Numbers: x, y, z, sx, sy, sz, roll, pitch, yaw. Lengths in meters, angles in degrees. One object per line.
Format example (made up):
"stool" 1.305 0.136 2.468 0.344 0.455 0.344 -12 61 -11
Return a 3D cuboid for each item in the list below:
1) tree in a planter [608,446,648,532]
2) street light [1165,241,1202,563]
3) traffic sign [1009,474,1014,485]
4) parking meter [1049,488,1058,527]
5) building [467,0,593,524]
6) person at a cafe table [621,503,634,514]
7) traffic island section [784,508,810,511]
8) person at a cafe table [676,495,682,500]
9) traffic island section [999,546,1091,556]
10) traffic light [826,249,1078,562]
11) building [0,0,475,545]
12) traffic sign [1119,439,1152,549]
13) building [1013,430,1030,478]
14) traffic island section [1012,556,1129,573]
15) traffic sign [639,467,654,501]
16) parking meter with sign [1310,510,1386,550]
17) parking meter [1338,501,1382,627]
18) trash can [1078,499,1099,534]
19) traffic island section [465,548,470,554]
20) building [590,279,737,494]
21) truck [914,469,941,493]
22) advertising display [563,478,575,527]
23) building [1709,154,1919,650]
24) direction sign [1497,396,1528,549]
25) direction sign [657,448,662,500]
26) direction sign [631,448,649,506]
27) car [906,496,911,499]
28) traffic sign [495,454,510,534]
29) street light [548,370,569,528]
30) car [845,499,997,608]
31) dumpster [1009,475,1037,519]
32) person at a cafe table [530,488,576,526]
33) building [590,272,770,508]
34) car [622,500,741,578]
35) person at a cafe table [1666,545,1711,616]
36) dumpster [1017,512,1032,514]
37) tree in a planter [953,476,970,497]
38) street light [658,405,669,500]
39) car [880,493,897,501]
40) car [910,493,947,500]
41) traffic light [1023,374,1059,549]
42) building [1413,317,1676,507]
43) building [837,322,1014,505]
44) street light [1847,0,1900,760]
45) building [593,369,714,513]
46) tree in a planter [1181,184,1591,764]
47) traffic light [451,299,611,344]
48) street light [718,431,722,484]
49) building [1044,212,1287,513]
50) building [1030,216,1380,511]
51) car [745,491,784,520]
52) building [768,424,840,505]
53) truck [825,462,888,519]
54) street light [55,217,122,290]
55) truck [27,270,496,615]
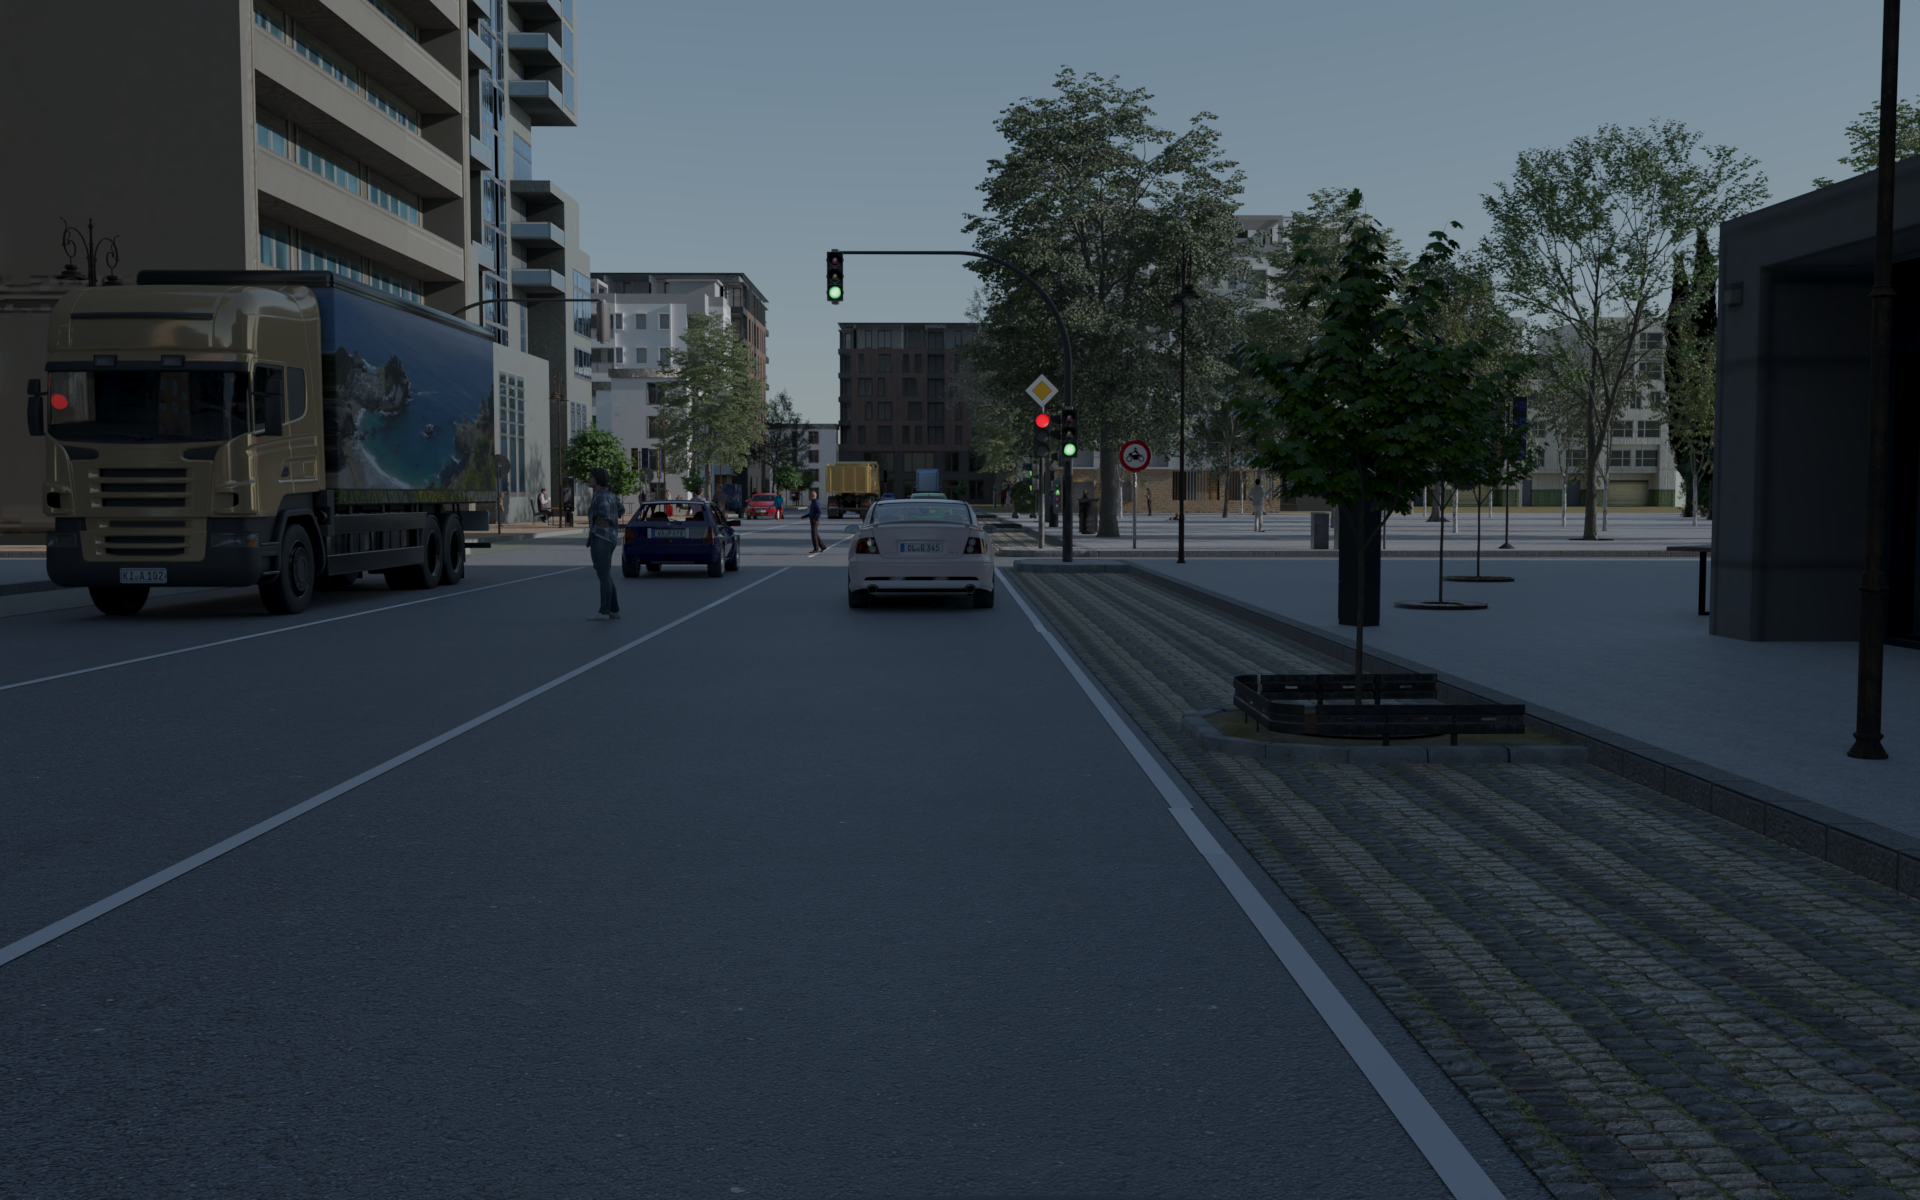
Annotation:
"tree in a planter" -12.679 -4.147 65.022 1.991 3.239 1.994 0 4 -1
"street light" 4.098 -3.616 31.905 0.468 5.910 1.993 0 4 -1
"traffic sign" 3.408 -6.572 107.555 0.768 2.556 0.104 0 4 2
"parking meter" 3.633 -3.596 67.198 0.372 1.533 0.369 0 3 0
"building" -31.097 -47.319 86.344 22.319 86.520 31.000 0 4 -1
"person at a cafe table" -21.882 -6.137 111.205 1.726 1.238 1.698 -1 4 -18
"traffic island section" -13.733 -7.380 143.523 1.991 0.108 1.994 0 4 -1
"person at a cafe table" -18.015 -6.149 111.399 1.698 1.238 1.726 -1 4 -12
"traffic island section" 1.934 -1.124 40.654 2.009 0.180 2.903 0 4 -1
"traffic light" -0.090 -3.530 32.386 4.771 5.953 1.251 0 4 -1
"building" -28.503 -26.210 52.243 21.300 48.544 21.600 0 4 -1
"traffic sign" 4.085 -2.469 40.469 0.768 2.556 0.104 0 4 1
"building" 10.338 -14.216 174.586 9.099 9.664 28.070 0 4 -1
"traffic island section" 2.041 -0.635 32.669 2.009 0.180 2.903 0 4 -1
"traffic sign" -14.989 -5.054 82.740 0.768 2.556 0.104 1 4 9
"parking meter with sign" 9.032 -2.681 40.096 1.738 3.016 0.543 0 4 -3
"parking meter" 3.899 -0.684 16.901 0.255 1.863 0.399 -2 4 -26
"trash can" 4.100 -2.668 55.272 0.748 1.137 0.748 0 3 0
"traffic island section" -12.686 -1.112 40.464 2.009 0.180 2.903 0 4 -1
"building" -27.845 -17.987 150.504 16.016 20.091 11.380 0 4 -1
"truck" -3.318 -11.568 178.902 2.967 4.110 18.799 0 4 -1
"advertising display" -15.326 -3.831 67.852 0.123 1.923 0.974 -2 4 -32
"building" 17.189 -34.573 3.524 20.563 71.187 20.611 0 4 -1
"direction sign" 12.821 -2.968 40.519 0.876 3.537 0.379 3 5 42
"direction sign" -14.899 -5.740 85.839 0.379 3.537 0.876 0 4 3
"direction sign" -15.687 -5.685 84.946 0.876 3.537 0.379 1 4 8
"car" -3.248 -6.966 126.472 1.945 1.354 3.894 0 4 0
"traffic sign" -14.681 -3.365 55.117 0.768 2.556 0.104 0 4 5
"street light" -15.006 -5.635 64.916 0.468 5.910 1.993 0 4 -1
"car" -0.521 -0.661 23.168 2.083 1.381 4.827 0 4 -1
"dumpster" 3.334 -5.371 90.317 1.502 2.255 1.985 0 4 -1
"person at a cafe table" -16.674 -3.803 70.695 1.622 1.524 1.698 -2 4 -24
"building" -36.417 -20.166 173.696 32.646 21.610 27.936 0 4 -1
"car" -4.957 -1.132 31.083 1.945 1.354 3.894 0 4 -1
"person at a cafe table" 8.729 -0.458 18.343 1.726 1.238 1.698 -3 5 -40
"dumpster" 3.475 -5.355 93.308 1.264 1.857 1.865 0 4 -1
"tree in a planter" 0.201 -10.574 170.102 1.991 3.239 1.994 0 4 -1
"street light" -15.289 -7.144 89.587 0.468 5.910 1.993 0 4 -1
"car" -7.715 -10.842 186.853 1.945 1.707 3.694 0 4 -2
"car" -1.198 -3.428 64.852 1.959 1.807 4.718 0 4 -3
"traffic light" 1.894 -3.157 40.539 0.839 4.253 0.868 0 4 -1
"building" 55.939 -19.266 181.454 31.486 18.905 16.747 0 4 -1
"building" 1.622 -22.812 216.948 32.646 21.610 27.936 0 4 -1
"street light" 4.426 -2.170 8.266 0.468 5.910 1.993 0 4 -1
"building" -22.867 -11.484 129.903 9.099 9.664 28.070 0 4 -1
"tree in a planter" 2.335 -0.783 10.032 1.991 3.239 1.994 0 4 -1
"traffic light" -10.555 -4.020 40.393 4.771 5.953 1.251 0 4 -1
"street light" -15.654 -8.590 113.226 0.468 5.910 1.993 0 4 -1
"building" 13.870 -16.246 122.036 16.016 20.091 11.380 0 4 -1
"building" 19.625 -18.353 144.040 27.936 21.610 32.646 0 4 -1
"car" -10.987 -5.431 97.835 2.155 1.783 4.494 0 4 0
"building" -28.641 -16.176 206.617 28.070 9.664 9.099 0 4 -1
"truck" -6.221 -6.512 102.393 3.469 3.379 9.791 0 4 1
"street light" -14.569 -3.450 29.198 0.468 5.910 1.993 0 4 -1
"truck" -9.076 -2.145 23.989 2.839 4.237 11.283 0 4 -1
